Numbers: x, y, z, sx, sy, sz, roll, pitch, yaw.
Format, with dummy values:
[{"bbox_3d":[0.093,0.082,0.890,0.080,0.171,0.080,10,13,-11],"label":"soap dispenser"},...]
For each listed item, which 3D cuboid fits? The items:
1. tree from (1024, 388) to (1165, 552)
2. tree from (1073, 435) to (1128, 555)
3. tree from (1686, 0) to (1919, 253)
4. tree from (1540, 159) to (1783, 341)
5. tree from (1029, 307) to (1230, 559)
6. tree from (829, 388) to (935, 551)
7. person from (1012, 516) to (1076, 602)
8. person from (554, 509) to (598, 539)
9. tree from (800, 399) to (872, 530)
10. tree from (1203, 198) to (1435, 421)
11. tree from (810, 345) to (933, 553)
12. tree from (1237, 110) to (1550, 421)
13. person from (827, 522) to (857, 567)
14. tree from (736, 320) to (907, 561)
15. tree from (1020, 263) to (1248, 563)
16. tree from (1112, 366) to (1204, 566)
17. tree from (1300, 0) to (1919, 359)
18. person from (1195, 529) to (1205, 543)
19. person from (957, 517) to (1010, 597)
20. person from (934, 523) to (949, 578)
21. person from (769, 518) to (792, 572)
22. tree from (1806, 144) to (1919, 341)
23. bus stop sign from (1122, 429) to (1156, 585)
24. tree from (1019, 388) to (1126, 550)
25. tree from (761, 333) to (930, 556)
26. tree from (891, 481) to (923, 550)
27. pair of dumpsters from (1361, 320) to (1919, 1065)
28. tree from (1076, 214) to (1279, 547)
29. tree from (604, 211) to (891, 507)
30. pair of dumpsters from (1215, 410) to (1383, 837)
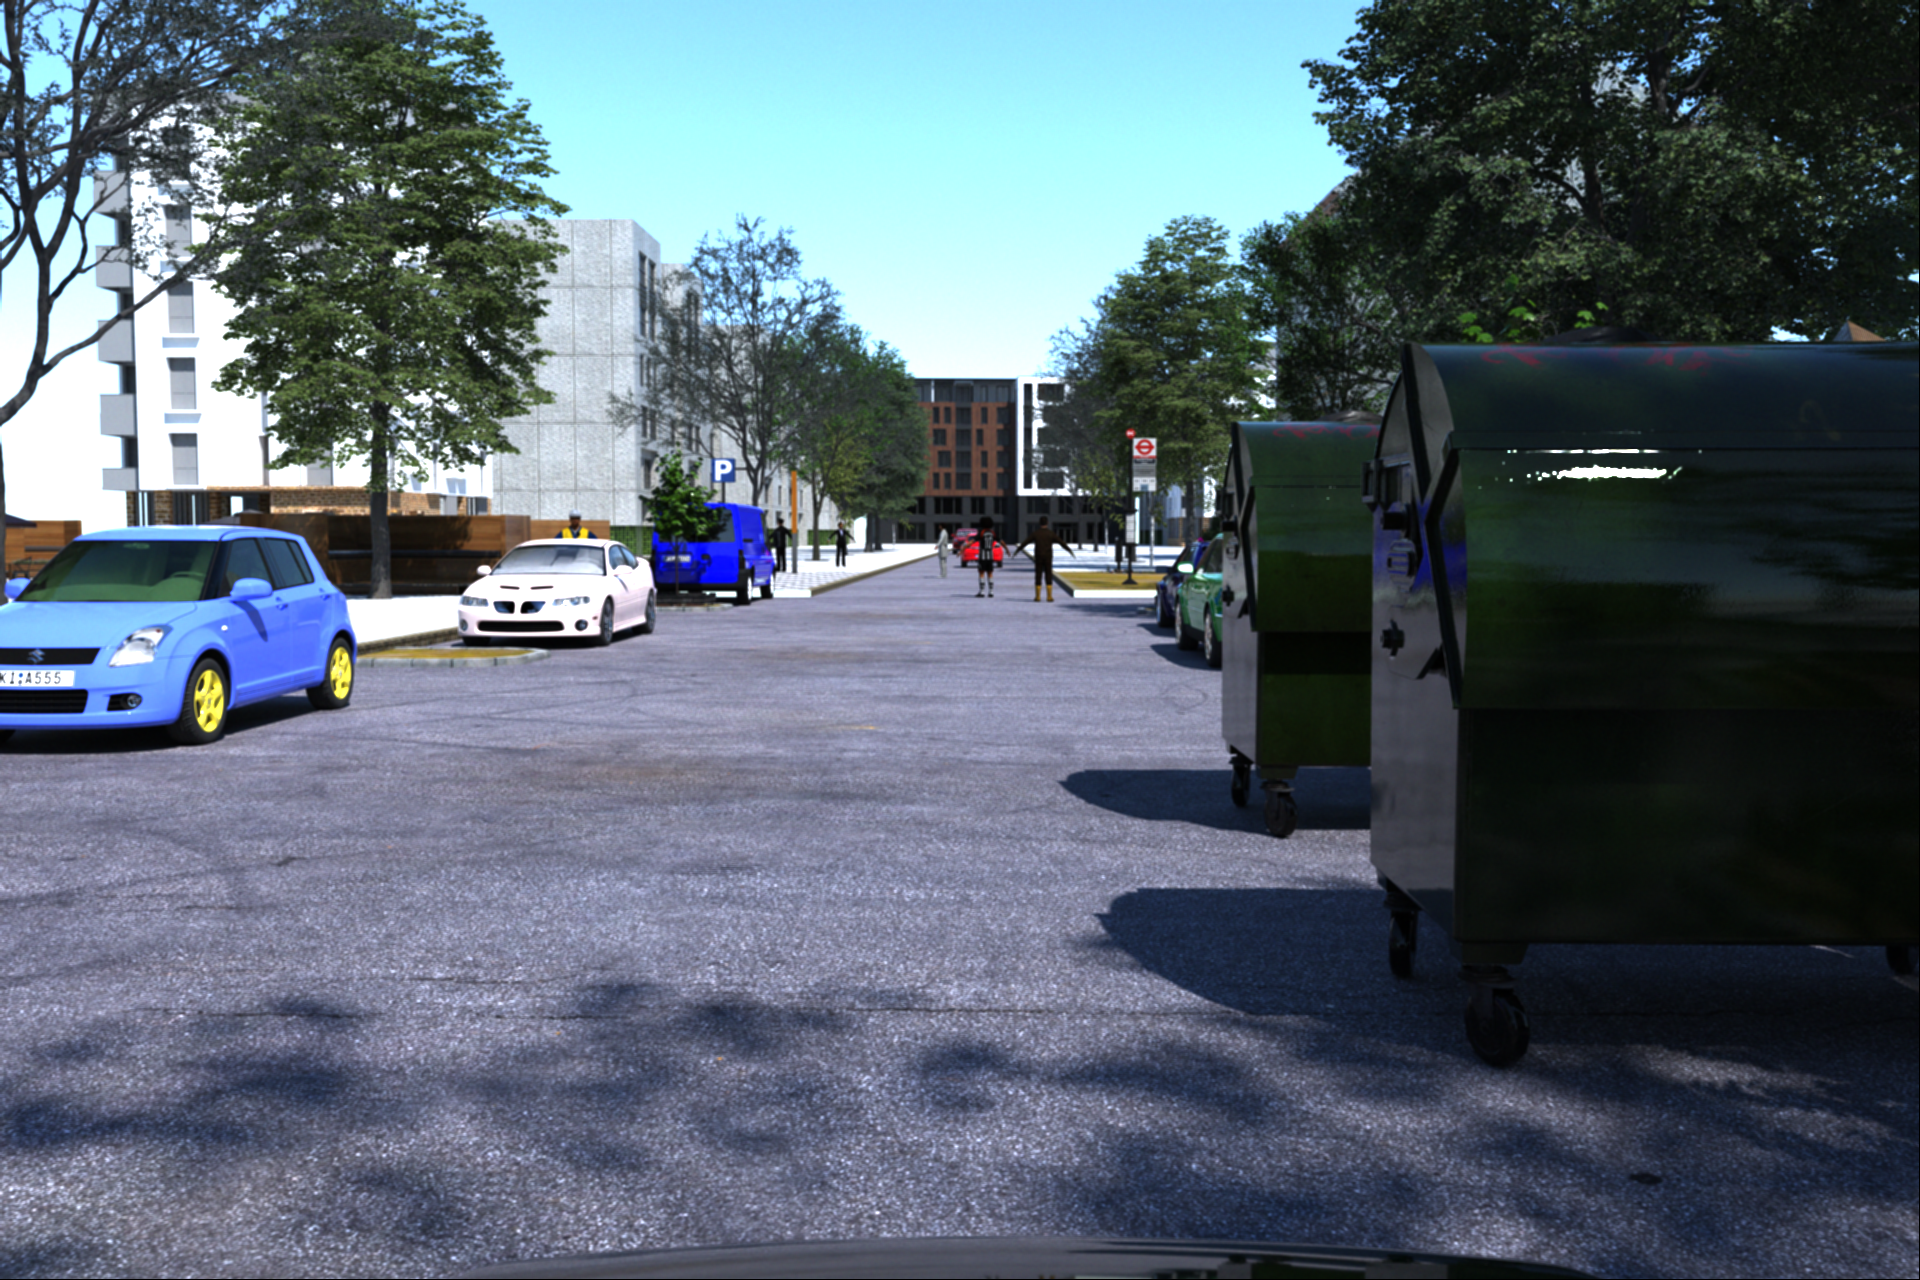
[{"bbox_3d":[9.738,-13.040,123.567,12.009,13.543,11.850,0,3,0],"label":"tree"},{"bbox_3d":[9.072,-9.634,107.875,4.737,8.622,4.395,0,3,0],"label":"tree"},{"bbox_3d":[9.552,-4.867,13.984,7.601,10.594,8.767,0,4,-7],"label":"tree"},{"bbox_3d":[22.181,-9.163,56.470,9.857,13.997,8.962,0,3,0],"label":"tree"},{"bbox_3d":[8.650,-10.982,89.925,12.009,13.543,11.850,0,3,0],"label":"tree"},{"bbox_3d":[-6.249,-13.797,132.229,9.857,13.997,8.962,0,3,0],"label":"tree"},{"bbox_3d":[1.771,-1.718,36.680,1.346,1.812,0.704,0,4,4],"label":"person"},{"bbox_3d":[-6.211,-1.197,27.989,1.349,1.833,0.705,-1,4,-12],"label":"person"},{"bbox_3d":[-6.472,-8.718,92.904,4.737,8.622,4.395,0,3,0],"label":"tree"},{"bbox_3d":[11.072,-7.731,52.156,9.928,11.665,9.643,0,3,0],"label":"tree"},{"bbox_3d":[-6.265,-12.974,118.779,9.857,13.997,8.962,0,3,0],"label":"tree"},{"bbox_3d":[10.040,-6.365,38.473,7.601,10.594,8.767,2,4,28],"label":"tree"},{"bbox_3d":[-4.626,-3.722,67.581,1.216,1.740,0.721,-1,4,-22],"label":"person"},{"bbox_3d":[-6.711,-9.579,82.364,9.928,11.665,9.643,0,3,0],"label":"tree"},{"bbox_3d":[7.854,-10.241,77.812,12.009,13.543,11.850,0,3,0],"label":"tree"},{"bbox_3d":[7.962,-7.284,69.453,4.737,8.622,4.395,0,3,0],"label":"tree"},{"bbox_3d":[9.882,-7.277,25.638,9.857,13.997,8.962,0,3,0],"label":"tree"},{"bbox_3d":[6.695,-2.326,47.296,0.991,1.433,0.599,0,4,-5],"label":"person"},{"bbox_3d":[0.573,-1.877,39.283,1.345,1.843,0.704,-2,4,-26],"label":"person"},{"bbox_3d":[-0.588,-2.954,56.935,0.705,1.806,1.347,1,4,12],"label":"person"},{"bbox_3d":[-6.134,-3.251,59.095,1.347,1.837,0.705,-3,5,-44],"label":"person"},{"bbox_3d":[25.255,-7.727,44.459,7.486,12.596,7.792,0,3,0],"label":"tree"},{"bbox_3d":[4.536,-3.377,43.923,0.855,3.939,0.416,0,4,1],"label":"bus stop sign"},{"bbox_3d":[9.619,-14.005,139.356,12.009,13.543,11.850,0,3,0],"label":"tree"},{"bbox_3d":[-7.050,-11.804,103.365,12.009,13.543,11.850,0,3,0],"label":"tree"},{"bbox_3d":[-5.271,-11.638,140.637,4.737,8.622,4.395,0,3,0],"label":"tree"},{"bbox_3d":[3.462,-0.009,5.091,4.436,2.255,1.574,0,4,2],"label":"pair of dumpsters"},{"bbox_3d":[7.918,-8.817,62.287,7.486,12.596,7.792,0,3,0],"label":"tree"},{"bbox_3d":[-7.750,-9.488,65.497,12.009,13.543,11.850,0,3,0],"label":"tree"},{"bbox_3d":[3.519,-0.227,8.660,4.436,2.255,1.574,0,4,0],"label":"pair of dumpsters"}]
